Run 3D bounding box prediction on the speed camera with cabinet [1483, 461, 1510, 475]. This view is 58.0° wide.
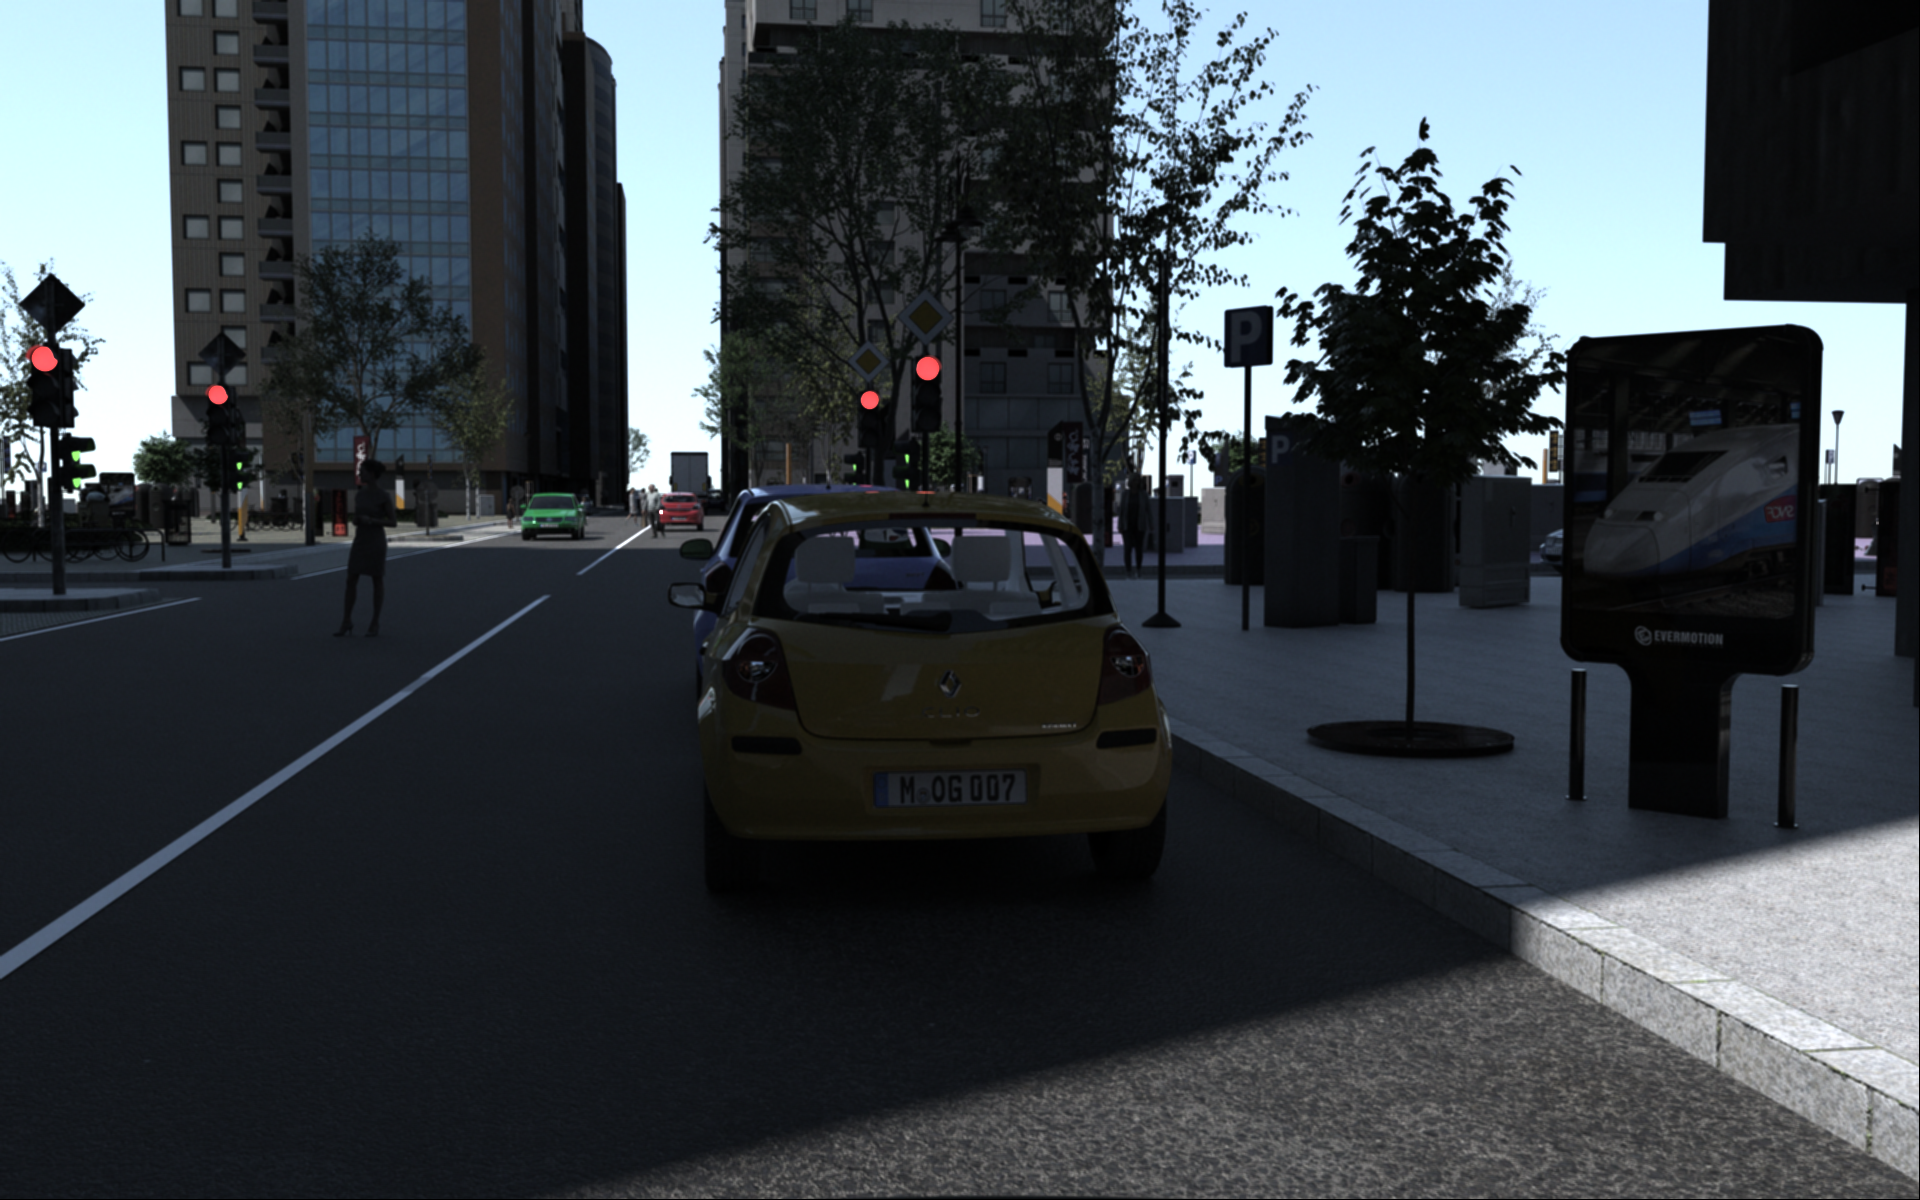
[{"bbox_3d":[13.930,-3.122,45.377,0.660,3.252,2.038,2,4,28],"label":"speed camera with cabinet"}]

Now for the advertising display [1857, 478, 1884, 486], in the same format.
[{"bbox_3d":[36.819,-3.970,70.119,0.974,1.923,0.123,1,4,13],"label":"advertising display"}]

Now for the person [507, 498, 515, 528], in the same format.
[{"bbox_3d":[-18.771,-3.620,72.361,0.362,1.253,0.373,2,4,28],"label":"person"}]

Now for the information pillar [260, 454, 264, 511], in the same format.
[{"bbox_3d":[-40.778,-6.717,101.178,0.183,3.616,0.504,-2,4,-28],"label":"information pillar"}]

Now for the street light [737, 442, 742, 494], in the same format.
[{"bbox_3d":[-18.829,-10.711,147.910,0.468,5.910,1.993,-1,4,-9],"label":"street light"}]

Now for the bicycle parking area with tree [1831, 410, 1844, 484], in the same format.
[{"bbox_3d":[27.674,-4.382,58.648,8.231,4.147,9.016,-1,4,-9],"label":"bicycle parking area with tree"}]

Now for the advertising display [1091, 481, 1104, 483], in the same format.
[{"bbox_3d":[6.517,-4.629,80.895,0.974,1.923,0.123,3,5,41],"label":"advertising display"}]

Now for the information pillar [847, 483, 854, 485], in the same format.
[{"bbox_3d":[-5.286,-4.849,83.778,0.304,2.012,0.304,0,4,7],"label":"information pillar"}]

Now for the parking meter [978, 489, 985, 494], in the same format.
[{"bbox_3d":[0.946,-4.373,79.904,0.372,1.533,0.369,0,3,0],"label":"parking meter"}]

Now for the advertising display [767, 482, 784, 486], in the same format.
[{"bbox_3d":[-9.932,-5.385,93.263,0.974,1.923,0.123,-2,4,-23],"label":"advertising display"}]

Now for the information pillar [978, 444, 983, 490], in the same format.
[{"bbox_3d":[0.968,-5.493,81.161,0.183,3.616,0.504,-1,4,-21],"label":"information pillar"}]

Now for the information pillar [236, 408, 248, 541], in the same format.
[{"bbox_3d":[-19.612,-3.421,47.295,0.183,3.616,0.504,0,4,-2],"label":"information pillar"}]

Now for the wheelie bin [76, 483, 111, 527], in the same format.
[{"bbox_3d":[-24.217,-2.478,48.418,0.980,1.594,0.693,2,4,28],"label":"wheelie bin"}]

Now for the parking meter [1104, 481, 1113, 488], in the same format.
[{"bbox_3d":[6.654,-4.421,77.999,0.399,1.863,0.255,3,5,43],"label":"parking meter"}]

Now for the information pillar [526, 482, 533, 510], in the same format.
[{"bbox_3d":[-25.388,-5.975,102.175,0.304,2.012,0.304,-3,5,-42],"label":"information pillar"}]

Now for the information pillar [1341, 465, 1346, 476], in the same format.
[{"bbox_3d":[7.726,-2.637,34.462,0.504,3.616,0.183,0,4,-3],"label":"information pillar"}]

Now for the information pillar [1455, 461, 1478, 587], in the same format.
[{"bbox_3d":[6.986,-1.198,24.078,0.304,2.012,0.304,3,5,39],"label":"information pillar"}]

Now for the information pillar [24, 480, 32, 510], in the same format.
[{"bbox_3d":[-49.531,-5.357,92.075,0.304,2.012,0.304,-2,4,-30],"label":"information pillar"}]

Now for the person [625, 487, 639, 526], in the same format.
[{"bbox_3d":[-14.780,-4.211,78.108,0.466,1.731,0.760,2,4,32],"label":"person"}]

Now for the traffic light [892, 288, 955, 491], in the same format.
[{"bbox_3d":[-0.494,-2.131,23.771,0.839,4.253,0.868,-1,4,-9],"label":"traffic light"}]

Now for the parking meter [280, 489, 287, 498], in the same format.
[{"bbox_3d":[-37.516,-5.360,96.040,0.372,1.533,0.369,0,3,0],"label":"parking meter"}]

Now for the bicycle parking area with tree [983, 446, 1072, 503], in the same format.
[{"bbox_3d":[4.166,-7.179,104.384,8.231,4.147,9.016,0,4,6],"label":"bicycle parking area with tree"}]

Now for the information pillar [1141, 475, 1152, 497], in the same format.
[{"bbox_3d":[7.114,-3.766,66.064,0.304,2.012,0.304,2,4,35],"label":"information pillar"}]

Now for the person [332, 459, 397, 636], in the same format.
[{"bbox_3d":[-6.004,-0.527,17.465,0.599,1.781,0.374,1,4,19],"label":"person"}]

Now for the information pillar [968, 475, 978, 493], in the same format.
[{"bbox_3d":[0.500,-3.848,67.405,0.304,2.012,0.304,-1,4,-22],"label":"information pillar"}]

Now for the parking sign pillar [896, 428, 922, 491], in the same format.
[{"bbox_3d":[-2.645,-5.017,70.495,1.447,3.967,1.447,3,5,41],"label":"parking sign pillar"}]

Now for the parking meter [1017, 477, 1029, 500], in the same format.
[{"bbox_3d":[2.153,-3.277,59.293,0.399,1.863,0.255,1,4,22],"label":"parking meter"}]

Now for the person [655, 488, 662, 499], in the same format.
[{"bbox_3d":[-20.781,-6.738,118.676,1.348,1.824,0.705,2,4,34],"label":"person"}]

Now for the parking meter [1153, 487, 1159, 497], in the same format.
[{"bbox_3d":[6.221,-2.802,54.221,0.372,1.533,0.369,0,3,0],"label":"parking meter"}]

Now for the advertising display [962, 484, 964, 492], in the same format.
[{"bbox_3d":[-0.229,-5.542,95.827,0.974,1.923,0.123,-2,4,-27],"label":"advertising display"}]

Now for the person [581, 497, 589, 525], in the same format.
[{"bbox_3d":[-17.291,-4.072,79.321,0.590,1.304,0.306,-2,4,-26],"label":"person"}]

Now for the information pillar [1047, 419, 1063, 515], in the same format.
[{"bbox_3d":[2.998,-3.853,54.352,0.504,3.616,0.183,0,4,-5],"label":"information pillar"}]

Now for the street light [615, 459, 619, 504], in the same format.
[{"bbox_3d":[-43.875,-15.199,221.288,0.468,5.910,1.993,-1,4,-9],"label":"street light"}]

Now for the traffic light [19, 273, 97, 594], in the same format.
[{"bbox_3d":[-11.527,-2.029,22.087,0.839,4.253,0.868,-1,4,-9],"label":"traffic light"}]

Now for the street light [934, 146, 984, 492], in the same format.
[{"bbox_3d":[-0.022,-3.100,23.475,0.468,5.910,1.993,-1,4,-9],"label":"street light"}]

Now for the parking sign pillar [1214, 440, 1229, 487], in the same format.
[{"bbox_3d":[12.279,-5.676,81.279,1.447,3.967,1.447,1,4,21],"label":"parking sign pillar"}]

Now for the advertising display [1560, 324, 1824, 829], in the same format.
[{"bbox_3d":[2.893,-0.105,6.925,0.123,1.923,0.974,-3,5,-44],"label":"advertising display"}]

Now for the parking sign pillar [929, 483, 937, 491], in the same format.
[{"bbox_3d":[-1.846,-6.016,86.827,1.447,3.967,1.447,1,4,13],"label":"parking sign pillar"}]

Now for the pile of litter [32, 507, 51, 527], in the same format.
[{"bbox_3d":[-30.484,-2.689,57.935,1.176,0.858,1.719,-1,4,-8],"label":"pile of litter"}]

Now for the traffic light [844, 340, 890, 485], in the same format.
[{"bbox_3d":[-1.692,-2.614,31.666,0.839,4.253,0.868,-1,4,-9],"label":"traffic light"}]

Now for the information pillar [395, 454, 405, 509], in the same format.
[{"bbox_3d":[-32.481,-6.676,100.512,0.504,3.616,0.183,0,4,6],"label":"information pillar"}]

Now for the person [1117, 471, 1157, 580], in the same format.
[{"bbox_3d":[2.947,-1.211,28.487,0.709,1.800,0.728,1,4,10],"label":"person"}]

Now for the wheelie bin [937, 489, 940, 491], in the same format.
[{"bbox_3d":[-1.466,-5.958,105.327,0.980,1.594,0.693,-3,5,-41],"label":"wheelie bin"}]

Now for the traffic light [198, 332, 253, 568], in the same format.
[{"bbox_3d":[-12.725,-2.511,29.982,0.839,4.253,0.868,-1,4,-9],"label":"traffic light"}]

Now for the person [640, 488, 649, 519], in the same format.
[{"bbox_3d":[-18.155,-5.585,100.180,0.716,1.782,0.532,1,4,23],"label":"person"}]

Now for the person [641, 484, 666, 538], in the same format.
[{"bbox_3d":[-10.002,-2.893,56.287,0.782,1.767,0.515,2,4,28],"label":"person"}]

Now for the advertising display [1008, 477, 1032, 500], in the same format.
[{"bbox_3d":[2.326,-3.785,67.106,0.974,1.923,0.123,-2,4,-27],"label":"advertising display"}]

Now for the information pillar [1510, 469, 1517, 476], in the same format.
[{"bbox_3d":[34.231,-7.086,107.215,0.504,3.616,0.183,3,4,38],"label":"information pillar"}]

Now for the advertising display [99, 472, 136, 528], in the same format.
[{"bbox_3d":[-25.062,-2.833,51.532,0.123,1.923,0.974,3,5,45],"label":"advertising display"}]

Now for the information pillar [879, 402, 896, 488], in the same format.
[{"bbox_3d":[-1.767,-3.074,41.610,0.504,3.616,0.183,0,4,-7],"label":"information pillar"}]

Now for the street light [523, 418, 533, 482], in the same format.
[{"bbox_3d":[-26.434,-8.150,106.045,0.468,5.910,1.993,-1,4,-9],"label":"street light"}]

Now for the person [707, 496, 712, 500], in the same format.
[{"bbox_3d":[-19.112,-7.347,129.335,1.217,1.736,0.721,0,4,5],"label":"person"}]

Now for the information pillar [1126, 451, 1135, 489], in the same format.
[{"bbox_3d":[9.345,-6.335,94.935,0.504,3.616,0.183,1,4,8],"label":"information pillar"}]

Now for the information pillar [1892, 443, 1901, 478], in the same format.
[{"bbox_3d":[43.294,-5.421,79.992,0.183,3.616,0.504,-2,4,-30],"label":"information pillar"}]

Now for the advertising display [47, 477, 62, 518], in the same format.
[{"bbox_3d":[-34.427,-3.713,65.914,0.123,1.923,0.974,0,4,-4],"label":"advertising display"}]

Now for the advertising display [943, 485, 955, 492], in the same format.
[{"bbox_3d":[-0.554,-5.459,94.464,0.123,1.923,0.974,-3,5,-41],"label":"advertising display"}]

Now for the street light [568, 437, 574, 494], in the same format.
[{"bbox_3d":[-31.470,-10.230,140.052,0.468,5.910,1.993,-1,4,-9],"label":"street light"}]
